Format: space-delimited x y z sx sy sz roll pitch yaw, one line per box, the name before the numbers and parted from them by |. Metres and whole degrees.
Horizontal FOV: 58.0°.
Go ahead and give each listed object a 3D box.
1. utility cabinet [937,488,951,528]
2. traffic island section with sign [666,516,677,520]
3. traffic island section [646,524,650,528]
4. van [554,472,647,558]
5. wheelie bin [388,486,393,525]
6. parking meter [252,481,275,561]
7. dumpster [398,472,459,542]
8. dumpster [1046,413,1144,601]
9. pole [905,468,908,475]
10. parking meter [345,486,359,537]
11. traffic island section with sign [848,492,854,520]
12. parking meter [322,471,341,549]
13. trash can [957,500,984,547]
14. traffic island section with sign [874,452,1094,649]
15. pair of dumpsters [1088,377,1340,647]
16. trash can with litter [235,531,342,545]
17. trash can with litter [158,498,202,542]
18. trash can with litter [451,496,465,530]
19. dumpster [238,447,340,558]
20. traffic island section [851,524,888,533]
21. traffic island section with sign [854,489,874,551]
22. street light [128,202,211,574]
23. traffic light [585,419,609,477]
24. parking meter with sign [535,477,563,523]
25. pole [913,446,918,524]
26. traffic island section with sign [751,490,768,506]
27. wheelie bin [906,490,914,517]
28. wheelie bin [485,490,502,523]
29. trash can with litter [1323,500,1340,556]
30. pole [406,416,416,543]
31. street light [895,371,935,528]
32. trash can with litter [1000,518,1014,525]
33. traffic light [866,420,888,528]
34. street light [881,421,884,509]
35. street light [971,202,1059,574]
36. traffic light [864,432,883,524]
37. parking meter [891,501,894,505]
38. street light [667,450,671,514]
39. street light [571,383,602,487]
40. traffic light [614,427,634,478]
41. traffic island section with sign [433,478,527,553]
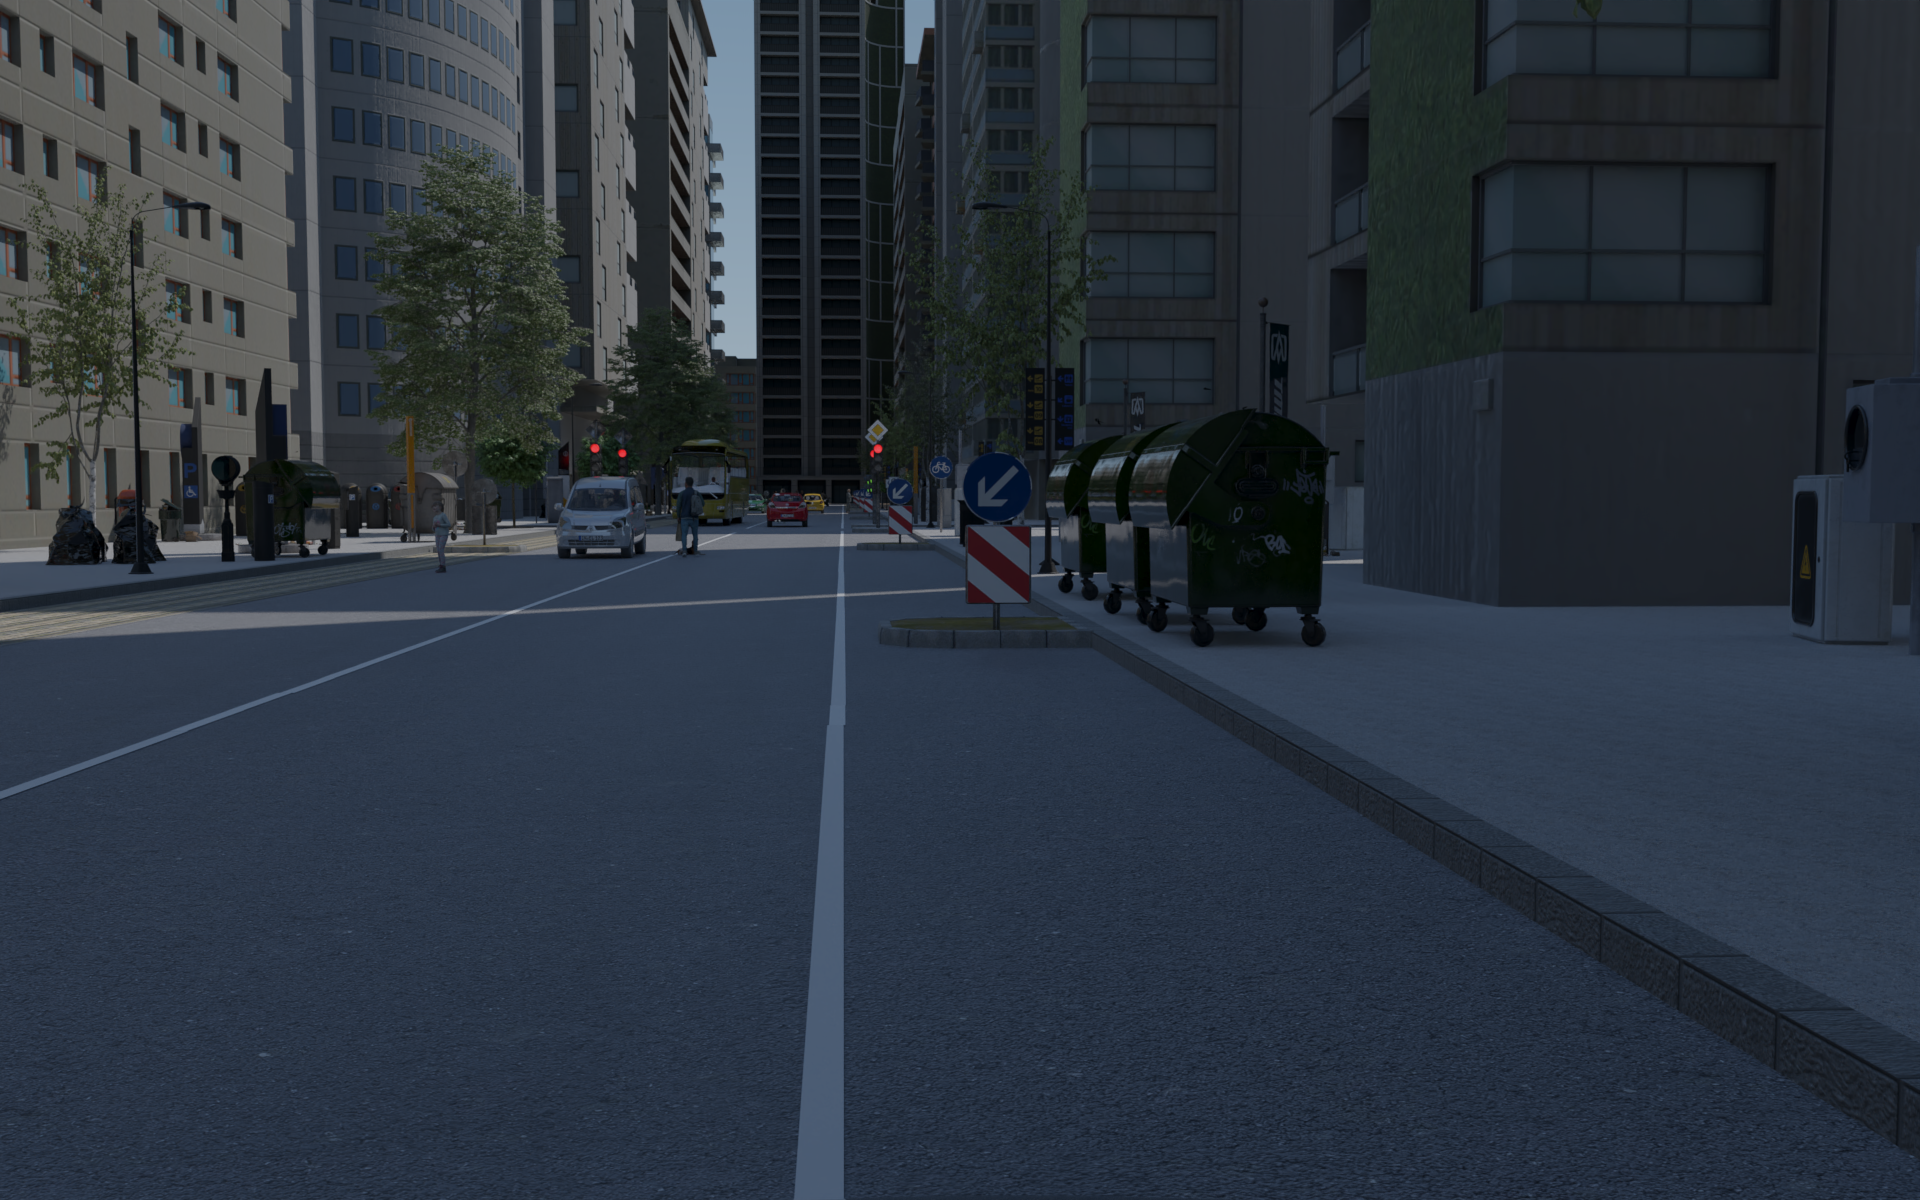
utility cabinet | -0.606 -3.465 65.330 0.318 1.500 1.173 -1 4 -13
traffic island section with sign | -15.460 -5.425 97.321 1.989 1.847 2.006 0 4 -4
traffic island section | -14.130 -3.087 72.751 2.009 0.180 2.903 0 4 -4
van | -8.250 -2.018 40.005 2.013 2.044 4.112 0 4 -4
wheelie bin | -23.238 -3.895 71.598 0.980 1.594 0.693 1 4 10
parking meter | -13.361 -1.519 33.240 0.372 1.533 0.369 0 3 0
dumpster | -14.347 -2.505 46.722 1.264 1.857 1.865 0 4 -4
dumpster | 1.920 -1.167 21.579 1.502 2.255 1.985 0 4 -4
pole | -4.193 -8.731 136.590 0.158 3.312 0.155 0 3 0
parking meter | -18.137 -2.646 51.678 0.372 1.533 0.369 0 3 0
traffic island section with sign | -5.255 -5.466 97.996 1.989 1.847 2.006 0 4 -4
parking meter | -14.709 -2.128 40.496 0.399 1.863 0.255 1 4 9
trash can | 0.293 -1.860 42.072 0.748 1.137 0.748 0 3 0
traffic island section with sign | 0.195 -0.514 17.025 1.989 1.847 2.006 0 4 -4
pair of dumpsters | 2.302 -0.855 16.475 1.574 2.255 4.437 0 4 -4
trash can with litter | -17.169 -2.000 43.750 2.233 1.210 1.678 1 4 11
trash can with litter | -20.860 -2.137 46.324 1.055 1.170 0.624 -1 4 -17
trash can with litter | -18.283 -3.098 61.718 2.233 1.210 1.678 0 4 -6
dumpster | -13.720 -2.016 35.452 1.502 2.255 1.985 0 4 -4
traffic island section | -3.075 -2.642 65.485 2.009 0.180 2.903 0 4 -4
traffic island section with sign | -1.679 -2.213 44.807 1.989 1.847 2.006 0 4 -4
street light | -12.610 -3.371 27.658 1.470 5.913 1.316 0 4 -4
traffic light | -13.553 -4.632 64.652 0.839 4.253 0.868 0 4 -4
parking meter with sign | -17.797 -4.885 76.136 1.738 3.016 0.543 -1 4 -20
pole | -1.902 -4.919 74.276 0.158 3.312 0.155 0 3 0
traffic island section with sign | -20.641 -10.133 174.303 1.989 1.847 2.006 0 4 -4
wheelie bin | -2.726 -5.466 97.269 0.693 1.594 0.980 0 4 7
wheelie bin | -20.886 -4.246 77.335 0.980 1.594 0.693 3 5 44
trash can with litter | 7.002 -1.524 35.982 2.233 1.210 1.678 -1 4 -13
pole | -14.424 -3.159 45.490 0.158 3.312 0.155 0 3 0
street light | -1.650 -5.683 65.453 1.470 5.913 1.316 0 4 -4
trash can with litter | 1.273 -1.991 43.944 0.624 1.170 1.055 -3 4 -36
traffic light | -3.116 -4.676 65.368 0.839 4.253 0.868 0 4 -4
street light | -4.609 -8.410 110.038 1.470 5.913 1.316 0 4 -4
street light | 0.880 -3.375 27.717 1.470 5.913 1.316 0 4 -4
traffic light | -3.652 -5.163 73.335 0.839 4.253 0.868 0 4 -4
parking meter | -4.260 -6.565 113.054 0.399 1.863 0.255 -1 4 -21
street light | -18.115 -8.462 110.894 1.470 5.913 1.316 0 4 -4
street light | -15.671 -6.118 72.577 1.470 5.913 1.316 0 4 -4
traffic light | -14.089 -5.119 72.619 0.839 4.253 0.868 0 4 -4
traffic island section with sign | -11.796 -2.088 42.769 1.989 1.847 2.006 0 4 -4
